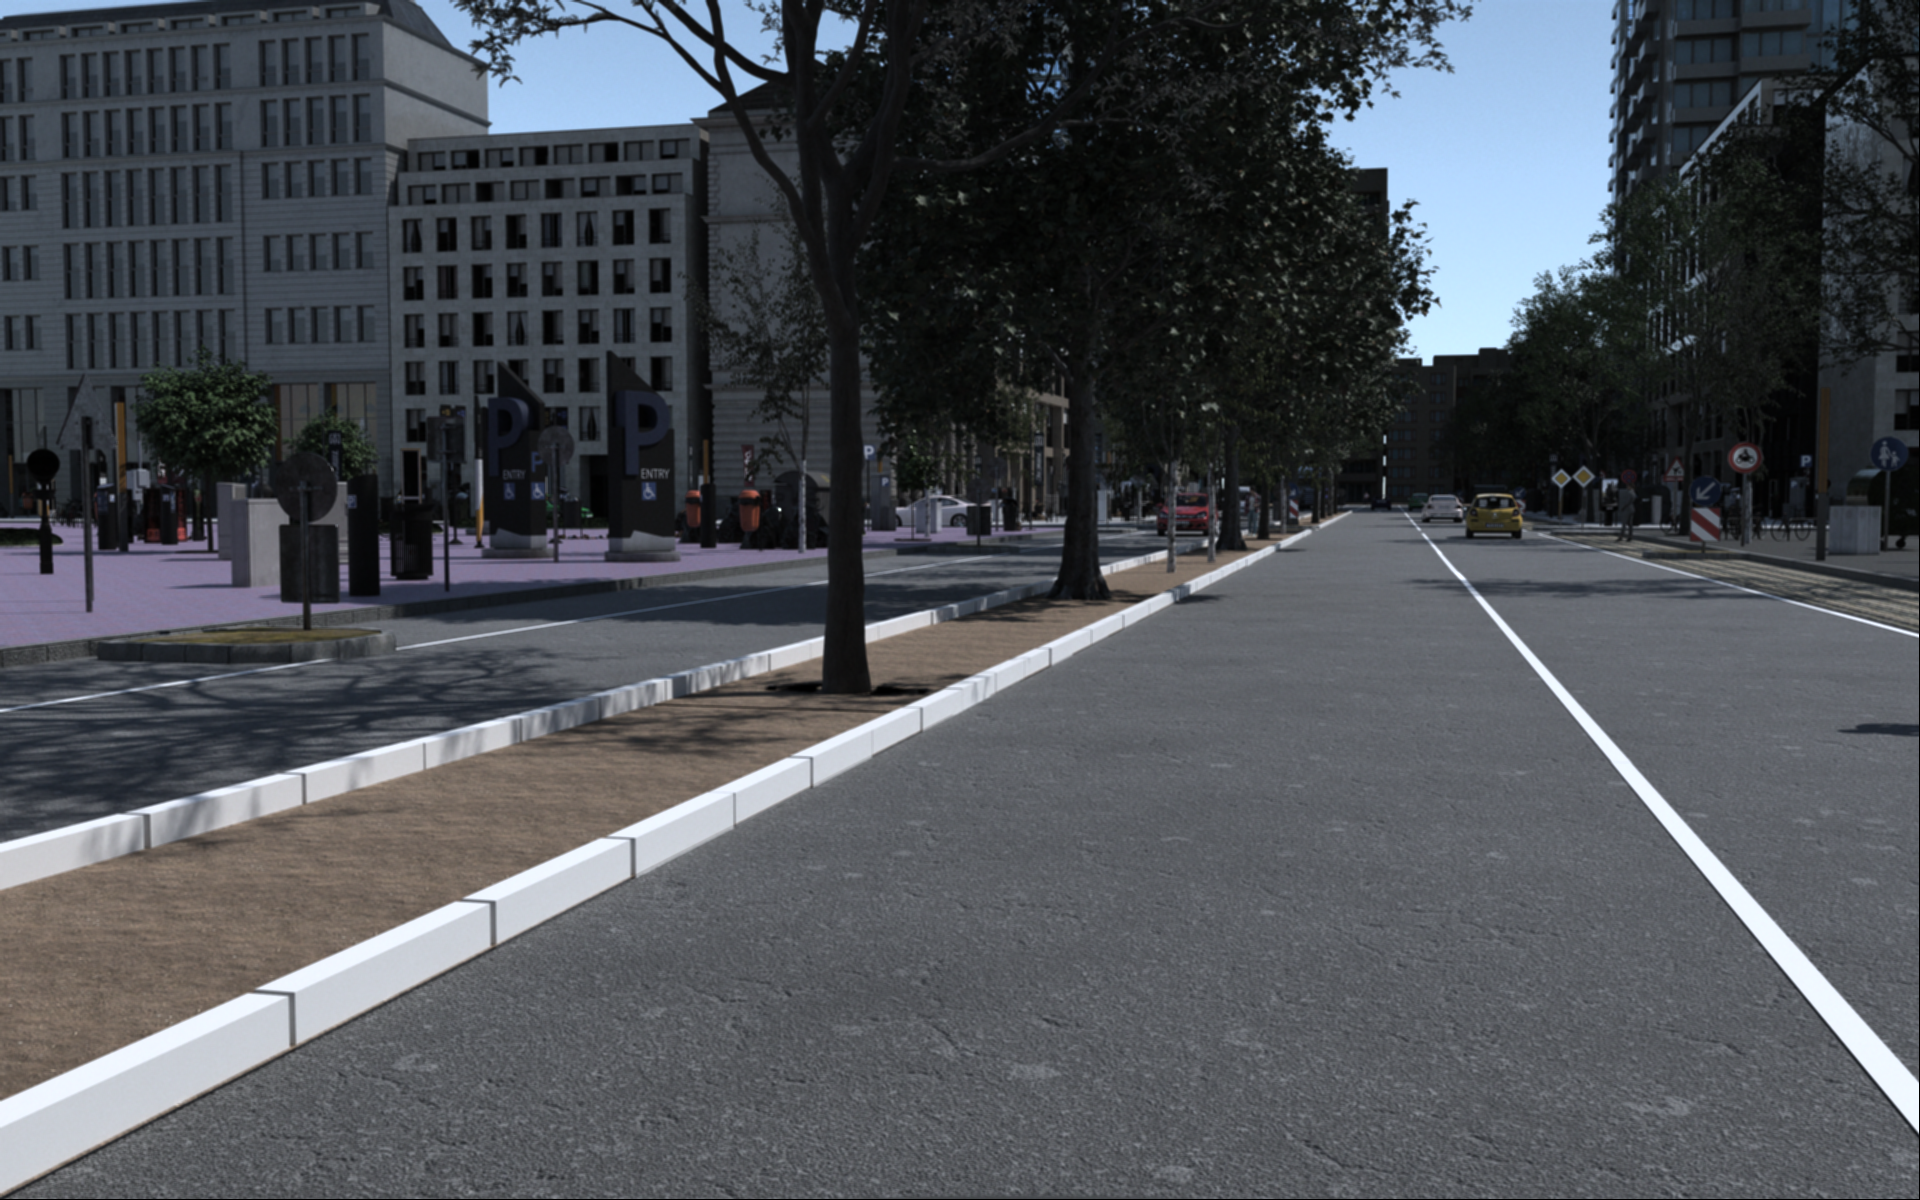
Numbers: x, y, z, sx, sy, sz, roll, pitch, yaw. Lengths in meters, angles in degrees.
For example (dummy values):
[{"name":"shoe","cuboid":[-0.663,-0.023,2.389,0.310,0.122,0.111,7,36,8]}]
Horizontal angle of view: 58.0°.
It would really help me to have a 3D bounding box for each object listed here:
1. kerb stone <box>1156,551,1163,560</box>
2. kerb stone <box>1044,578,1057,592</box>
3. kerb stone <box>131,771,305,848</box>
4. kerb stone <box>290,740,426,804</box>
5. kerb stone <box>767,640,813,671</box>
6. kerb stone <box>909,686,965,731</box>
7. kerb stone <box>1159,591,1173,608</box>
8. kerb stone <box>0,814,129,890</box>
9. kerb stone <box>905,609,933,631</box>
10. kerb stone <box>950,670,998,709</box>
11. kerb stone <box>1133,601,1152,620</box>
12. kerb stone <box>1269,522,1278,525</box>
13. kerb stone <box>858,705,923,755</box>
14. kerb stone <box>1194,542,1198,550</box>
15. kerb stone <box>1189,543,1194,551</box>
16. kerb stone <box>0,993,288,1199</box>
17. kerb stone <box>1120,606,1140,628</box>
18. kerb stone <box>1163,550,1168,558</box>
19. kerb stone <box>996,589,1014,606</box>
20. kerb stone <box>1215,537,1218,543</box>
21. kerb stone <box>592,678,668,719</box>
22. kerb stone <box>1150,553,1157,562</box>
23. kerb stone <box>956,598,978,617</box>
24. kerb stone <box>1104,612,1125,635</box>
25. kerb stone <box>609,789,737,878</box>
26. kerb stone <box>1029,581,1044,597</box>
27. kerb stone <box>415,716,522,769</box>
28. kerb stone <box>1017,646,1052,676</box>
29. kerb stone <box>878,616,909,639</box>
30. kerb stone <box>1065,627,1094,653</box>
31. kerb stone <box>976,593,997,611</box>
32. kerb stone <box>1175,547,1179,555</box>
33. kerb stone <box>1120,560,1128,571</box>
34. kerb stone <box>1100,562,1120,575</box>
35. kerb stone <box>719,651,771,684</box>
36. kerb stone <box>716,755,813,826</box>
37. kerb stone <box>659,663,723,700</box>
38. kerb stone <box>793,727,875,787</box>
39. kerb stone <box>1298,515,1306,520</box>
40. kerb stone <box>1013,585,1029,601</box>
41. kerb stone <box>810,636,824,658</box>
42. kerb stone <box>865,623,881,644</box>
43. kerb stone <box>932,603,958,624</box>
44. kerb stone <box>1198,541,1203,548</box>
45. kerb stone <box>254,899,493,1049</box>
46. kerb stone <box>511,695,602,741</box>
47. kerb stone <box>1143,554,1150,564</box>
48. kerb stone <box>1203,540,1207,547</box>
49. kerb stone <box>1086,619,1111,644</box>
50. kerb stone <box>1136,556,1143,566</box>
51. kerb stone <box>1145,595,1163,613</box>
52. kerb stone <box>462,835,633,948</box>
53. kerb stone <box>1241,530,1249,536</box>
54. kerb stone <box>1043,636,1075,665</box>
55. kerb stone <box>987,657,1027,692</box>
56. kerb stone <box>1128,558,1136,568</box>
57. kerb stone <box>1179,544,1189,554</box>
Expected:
[{"name":"kerb stone","cuboid":[4.202,-0.925,37.312,0.120,0.150,1.000,1,4,14]},{"name":"kerb stone","cuboid":[1.236,-0.192,25.372,0.120,0.150,1.000,1,4,14]},{"name":"kerb stone","cuboid":[-3.190,0.903,7.457,0.120,0.150,1.000,1,4,14]},{"name":"kerb stone","cuboid":[-2.943,0.840,8.456,0.120,0.150,1.000,1,4,14]},{"name":"kerb stone","cuboid":[-1.463,0.476,14.426,0.120,0.150,1.000,1,4,14]},{"name":"kerb stone","cuboid":[-0.164,0.692,10.942,0.120,0.150,1.000,1,4,14]},{"name":"kerb stone","cuboid":[2.536,0.024,21.896,0.120,0.150,1.000,1,4,14]},{"name":"kerb stone","cuboid":[-3.446,0.965,6.465,0.120,0.150,1.000,1,4,14]},{"name":"kerb stone","cuboid":[-0.494,0.232,18.407,0.120,0.150,1.000,1,4,14]},{"name":"kerb stone","cuboid":[0.077,0.628,11.935,0.120,0.150,1.000,1,4,14]},{"name":"kerb stone","cuboid":[2.046,0.142,19.901,0.120,0.150,1.000,1,4,14]},{"name":"kerb stone","cuboid":[13.691,-3.265,75.654,0.120,0.150,1.000,1,4,14]},{"name":"kerb stone","cuboid":[-0.416,0.753,9.945,0.120,0.150,1.000,1,4,14]},{"name":"kerb stone","cuboid":[5.919,-1.351,44.286,0.120,0.150,1.000,1,4,14]},{"name":"kerb stone","cuboid":[5.678,-1.287,43.280,0.120,0.150,1.000,1,4,14]},{"name":"kerb stone","cuboid":[-1.900,1.120,3.975,0.120,0.150,1.000,1,4,14]},{"name":"kerb stone","cuboid":[1.805,0.201,18.908,0.120,0.150,1.000,1,4,14]},{"name":"kerb stone","cuboid":[4.442,-0.986,38.318,0.120,0.150,1.000,1,4,14]},{"name":"kerb stone","cuboid":[0.499,-0.011,22.386,0.120,0.150,1.000,1,4,14]},{"name":"kerb stone","cuboid":[7.157,-1.655,49.249,0.120,0.150,1.000,1,4,14]},{"name":"kerb stone","cuboid":[-2.206,0.658,11.444,0.120,0.150,1.000,1,4,14]},{"name":"kerb stone","cuboid":[3.949,-0.861,36.321,0.120,0.150,1.000,1,4,14]},{"name":"kerb stone","cuboid":[0.004,0.113,20.399,0.120,0.150,1.000,1,4,14]},{"name":"kerb stone","cuboid":[1.552,0.264,17.918,0.120,0.150,1.000,1,4,14]},{"name":"kerb stone","cuboid":[-1.149,0.932,6.961,0.120,0.150,1.000,1,4,14]},{"name":"kerb stone","cuboid":[0.988,-0.133,24.371,0.120,0.150,1.000,1,4,14]},{"name":"kerb stone","cuboid":[-2.701,0.783,9.449,0.120,0.150,1.000,1,4,14]},{"name":"kerb stone","cuboid":[0.564,0.508,13.928,0.120,0.150,1.000,1,4,14]},{"name":"kerb stone","cuboid":[-0.731,0.293,17.412,0.120,0.150,1.000,1,4,14]},{"name":"kerb stone","cuboid":[1.064,0.385,15.927,0.120,0.150,1.000,1,4,14]},{"name":"kerb stone","cuboid":[0.259,0.049,21.389,0.120,0.150,1.000,1,4,14]},{"name":"kerb stone","cuboid":[4.924,-1.108,40.305,0.120,0.150,1.000,1,4,14]},{"name":"kerb stone","cuboid":[2.963,-0.620,32.336,0.120,0.150,1.000,1,4,14]},{"name":"kerb stone","cuboid":[2.710,-0.555,31.341,0.120,0.150,1.000,1,4,14]},{"name":"kerb stone","cuboid":[-1.716,0.536,13.435,0.120,0.150,1.000,1,4,14]},{"name":"kerb stone","cuboid":[-0.906,0.874,7.956,0.120,0.150,1.000,1,4,14]},{"name":"kerb stone","cuboid":[-1.961,0.597,12.437,0.120,0.150,1.000,1,4,14]},{"name":"kerb stone","cuboid":[-0.656,0.810,8.951,0.120,0.150,1.000,1,4,14]},{"name":"kerb stone","cuboid":[19.863,-4.794,100.576,0.120,0.150,1.000,1,4,14]},{"name":"kerb stone","cuboid":[0.740,-0.072,23.379,0.120,0.150,1.000,1,4,14]},{"name":"kerb stone","cuboid":[-1.223,0.414,15.422,0.120,0.150,1.000,1,4,14]},{"name":"kerb stone","cuboid":[-0.973,0.354,16.420,0.120,0.150,1.000,1,4,14]},{"name":"kerb stone","cuboid":[-0.231,0.171,19.400,0.120,0.150,1.000,1,4,14]},{"name":"kerb stone","cuboid":[6.162,-1.411,45.278,0.120,0.150,1.000,1,4,14]},{"name":"kerb stone","cuboid":[-1.653,1.056,4.967,0.120,0.150,1.000,1,4,14]},{"name":"kerb stone","cuboid":[-2.455,0.724,10.451,0.120,0.150,1.000,1,4,14]},{"name":"kerb stone","cuboid":[3.704,-0.803,35.329,0.120,0.150,1.000,1,4,14]},{"name":"kerb stone","cuboid":[6.419,-1.472,46.268,0.120,0.150,1.000,1,4,14]},{"name":"kerb stone","cuboid":[1.311,0.324,16.919,0.120,0.150,1.000,1,4,14]},{"name":"kerb stone","cuboid":[3.456,-0.741,34.338,0.120,0.150,1.000,1,4,14]},{"name":"kerb stone","cuboid":[2.293,0.080,20.900,0.120,0.150,1.000,1,4,14]},{"name":"kerb stone","cuboid":[-1.402,0.993,5.964,0.120,0.150,1.000,1,4,14]},{"name":"kerb stone","cuboid":[10.103,-2.385,61.188,0.120,0.150,1.000,1,4,14]},{"name":"kerb stone","cuboid":[0.824,0.445,14.929,0.120,0.150,1.000,1,4,14]},{"name":"kerb stone","cuboid":[0.321,0.567,12.930,0.120,0.150,1.000,1,4,14]},{"name":"kerb stone","cuboid":[3.211,-0.681,33.327,0.120,0.150,1.000,1,4,14]},{"name":"kerb stone","cuboid":[5.423,-1.229,42.288,0.120,0.150,1.000,1,4,14]}]
